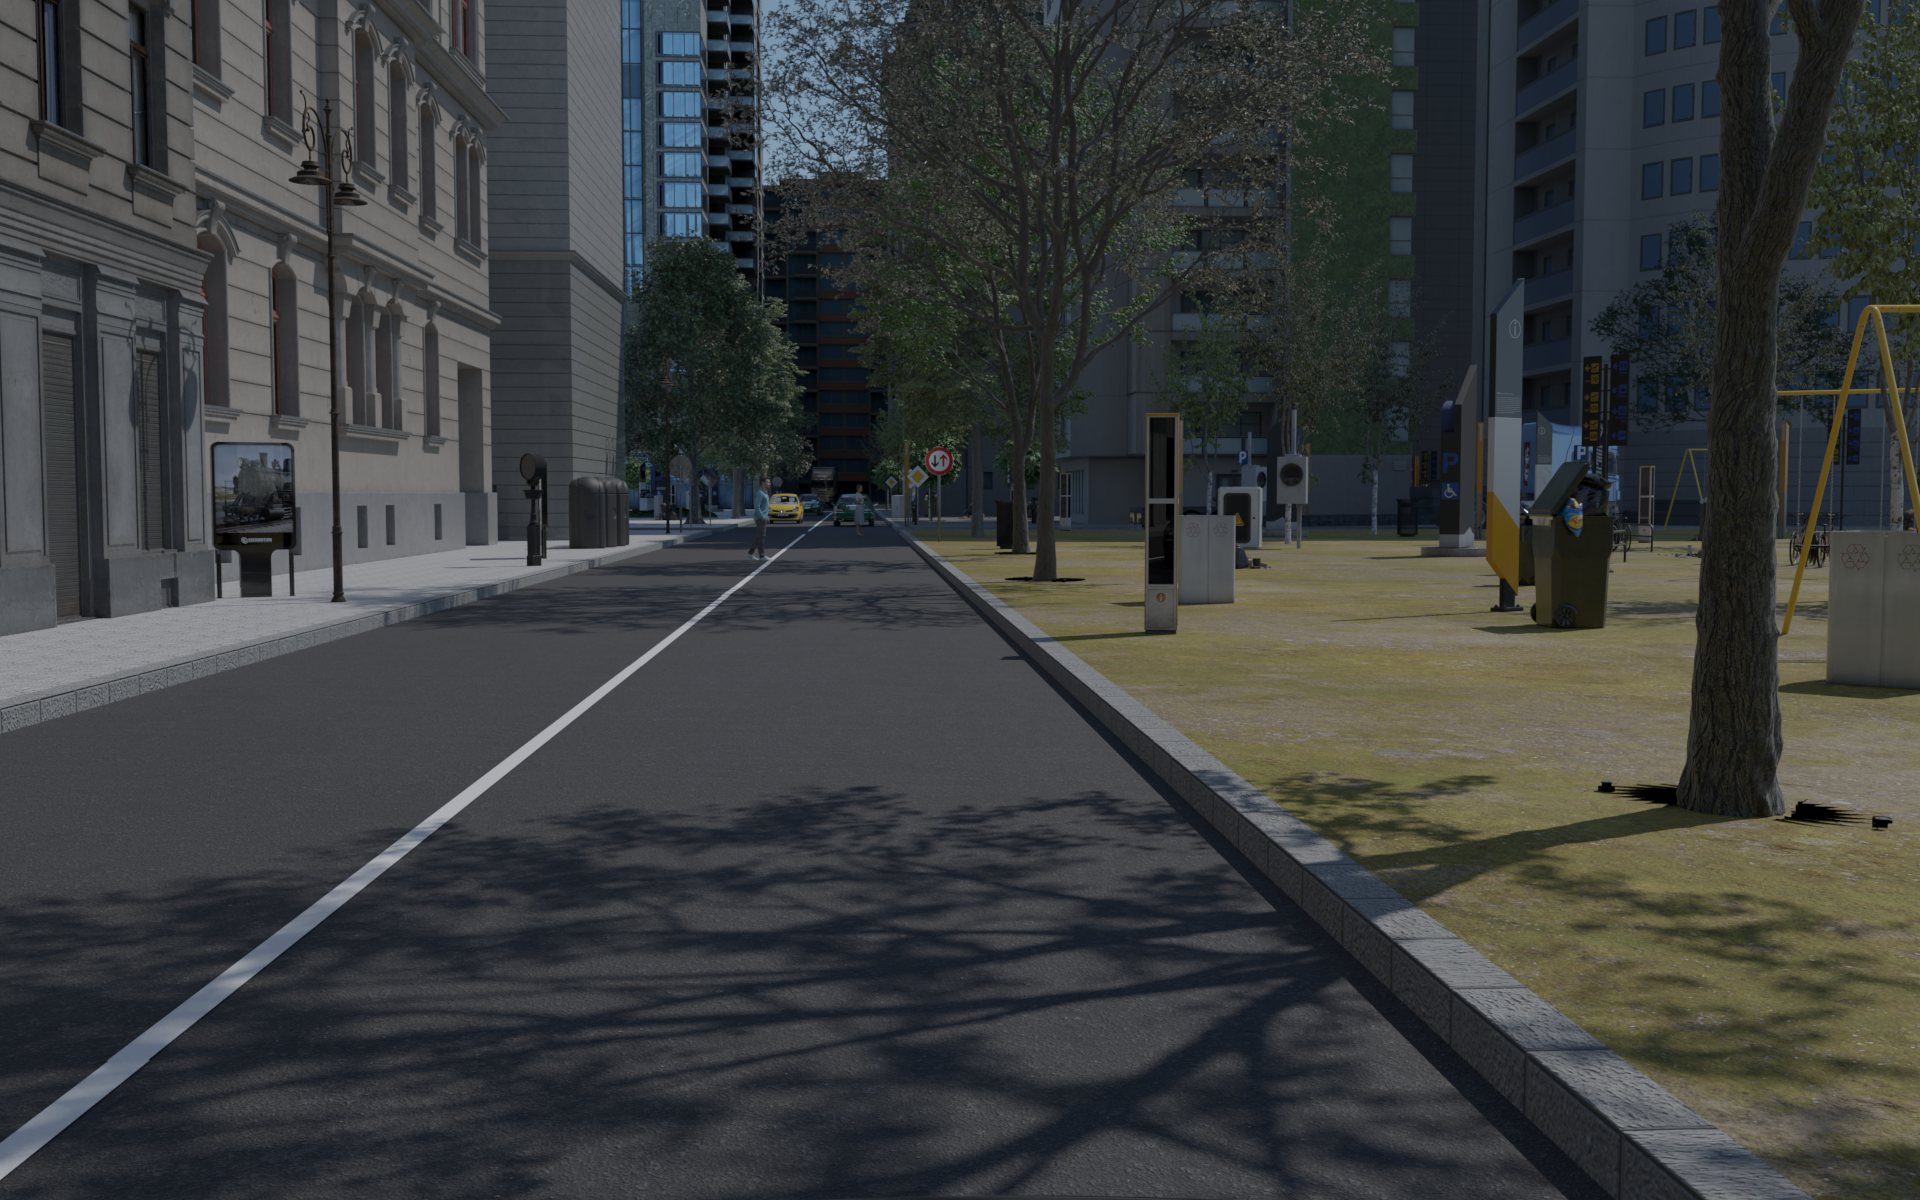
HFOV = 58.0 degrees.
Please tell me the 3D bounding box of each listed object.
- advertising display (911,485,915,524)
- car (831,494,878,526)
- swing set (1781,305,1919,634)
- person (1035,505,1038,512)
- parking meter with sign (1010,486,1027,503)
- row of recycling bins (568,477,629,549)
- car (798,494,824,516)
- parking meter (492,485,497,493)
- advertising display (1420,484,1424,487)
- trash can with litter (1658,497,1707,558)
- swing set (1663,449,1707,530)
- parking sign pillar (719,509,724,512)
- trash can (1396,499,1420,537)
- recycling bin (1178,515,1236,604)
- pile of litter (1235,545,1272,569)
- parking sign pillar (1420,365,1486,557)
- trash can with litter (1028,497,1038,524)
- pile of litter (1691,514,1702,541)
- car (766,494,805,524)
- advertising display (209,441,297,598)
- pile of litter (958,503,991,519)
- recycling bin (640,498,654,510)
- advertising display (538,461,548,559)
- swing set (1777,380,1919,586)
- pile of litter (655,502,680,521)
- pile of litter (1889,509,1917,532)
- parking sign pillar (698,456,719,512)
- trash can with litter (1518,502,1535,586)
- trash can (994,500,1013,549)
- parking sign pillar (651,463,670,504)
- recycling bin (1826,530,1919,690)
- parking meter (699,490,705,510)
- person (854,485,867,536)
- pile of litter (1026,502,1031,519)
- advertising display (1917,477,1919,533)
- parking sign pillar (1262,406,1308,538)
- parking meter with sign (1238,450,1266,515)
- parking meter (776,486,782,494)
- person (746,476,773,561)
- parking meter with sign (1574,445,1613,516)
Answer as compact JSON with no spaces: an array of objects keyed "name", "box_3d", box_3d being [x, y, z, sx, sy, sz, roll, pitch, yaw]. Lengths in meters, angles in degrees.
[{"name":"advertising display","box_3d":[-1.930,-4.189,73.711,0.123,1.923,0.974,-1,4,-13]},{"name":"car","box_3d":[-4.764,-4.059,78.160,2.131,1.459,4.920,0,4,-2]},{"name":"swing set","box_3d":[9.063,-1.025,14.377,3.119,2.851,2.862,0,4,1]},{"name":"person","box_3d":[3.225,-3.495,66.226,0.593,1.750,0.643,2,4,35]},{"name":"parking meter with sign","box_3d":[3.040,-5.939,93.355,0.543,3.016,1.738,3,5,42]},{"name":"row of recycling bins","box_3d":[-8.726,-2.144,42.163,1.069,1.692,3.534,0,4,1]},{"name":"car","box_3d":[-10.082,-6.332,115.326,2.131,1.459,4.920,0,4,-2]},{"name":"parking meter","box_3d":[-12.738,-2.357,46.942,0.372,1.533,0.369,0,3,0]},{"name":"advertising display","box_3d":[30.921,-6.777,116.016,0.123,1.923,0.974,0,4,8]},{"name":"trash can with litter","box_3d":[15.077,-1.483,35.313,1.678,1.210,2.233,2,4,26]},{"name":"swing set","box_3d":[26.421,-3.819,60.069,3.119,2.851,2.862,-1,4,-8]},{"name":"parking sign pillar","box_3d":[-17.834,-8.369,125.308,1.447,3.967,1.447,-1,4,-15]},{"name":"trash can","box_3d":[13.418,-2.462,51.912,0.748,1.137,0.748,0,3,0]},{"name":"recycling bin","box_3d":[2.800,-0.488,20.526,0.722,1.027,0.722,-1,4,-14]},{"name":"pile of litter","box_3d":[4.632,-0.998,30.276,1.176,0.858,1.719,-2,4,-34]},{"name":"parking sign pillar","box_3d":[10.287,-2.893,35.769,1.447,3.967,1.447,2,4,29]},{"name":"trash can with litter","box_3d":[3.500,-3.877,74.781,1.055,1.170,0.624,-2,4,-24]},{"name":"pile of litter","box_3d":[20.705,-2.049,47.463,1.176,0.858,1.719,-1,4,-9]},{"name":"car","box_3d":[-8.538,-4.532,84.325,2.015,1.641,3.980,0,4,-3]},{"name":"advertising display","box_3d":[-8.765,-0.996,21.504,0.974,1.923,0.123,-2,4,-32]},{"name":"pile of litter","box_3d":[0.778,-4.672,90.360,1.719,0.858,1.176,0,4,5]},{"name":"recycling bin","box_3d":[-18.977,-5.673,105.314,0.722,1.027,0.722,3,5,42]},{"name":"advertising display","box_3d":[-8.350,-1.801,34.664,0.123,1.923,0.974,-1,4,-17]},{"name":"swing set","box_3d":[13.569,-1.732,25.940,3.119,2.851,2.862,2,4,25]},{"name":"pile of litter","box_3d":[-14.358,-4.305,84.347,1.719,0.858,1.176,1,4,12]},{"name":"pile of litter","box_3d":[27.154,-2.188,49.731,1.176,0.858,1.719,-1,4,-21]},{"name":"parking sign pillar","box_3d":[-18.043,-8.152,121.751,1.447,3.967,1.447,0,4,7]},{"name":"trash can with litter","box_3d":[8.242,-0.789,24.293,1.055,1.170,0.624,2,4,32]},{"name":"trash can","box_3d":[1.158,-1.768,40.561,0.748,1.137,0.748,0,3,0]},{"name":"parking sign pillar","box_3d":[-20.900,-8.095,120.828,1.447,3.967,1.447,1,4,20]},{"name":"recycling bin","box_3d":[6.352,0.052,11.701,0.722,1.027,0.722,3,5,43]},{"name":"parking meter","box_3d":[-15.813,-5.975,106.096,0.372,1.533,0.369,0,3,0]},{"name":"person","box_3d":[-3.403,-3.108,59.892,0.524,1.755,0.480,1,4,18]},{"name":"pile of litter","box_3d":[3.277,-4.693,90.689,1.719,0.858,1.176,-3,5,-40]},{"name":"advertising display","box_3d":[26.974,-2.623,48.094,0.974,1.923,0.123,-1,4,-15]},{"name":"parking sign pillar","box_3d":[9.683,-3.869,51.727,1.447,3.967,1.447,-1,4,-22]},{"name":"parking meter with sign","box_3d":[12.018,-4.496,69.767,1.738,3.016,0.543,-2,4,-34]},{"name":"parking meter","box_3d":[-13.224,-7.383,126.420,0.399,1.863,0.255,3,5,44]},{"name":"person","box_3d":[-4.334,-1.764,37.360,0.620,1.820,0.660,0,4,-2]},{"name":"parking meter with sign","box_3d":[22.263,-3.947,60.786,0.543,3.016,1.738,-1,4,-14]}]
